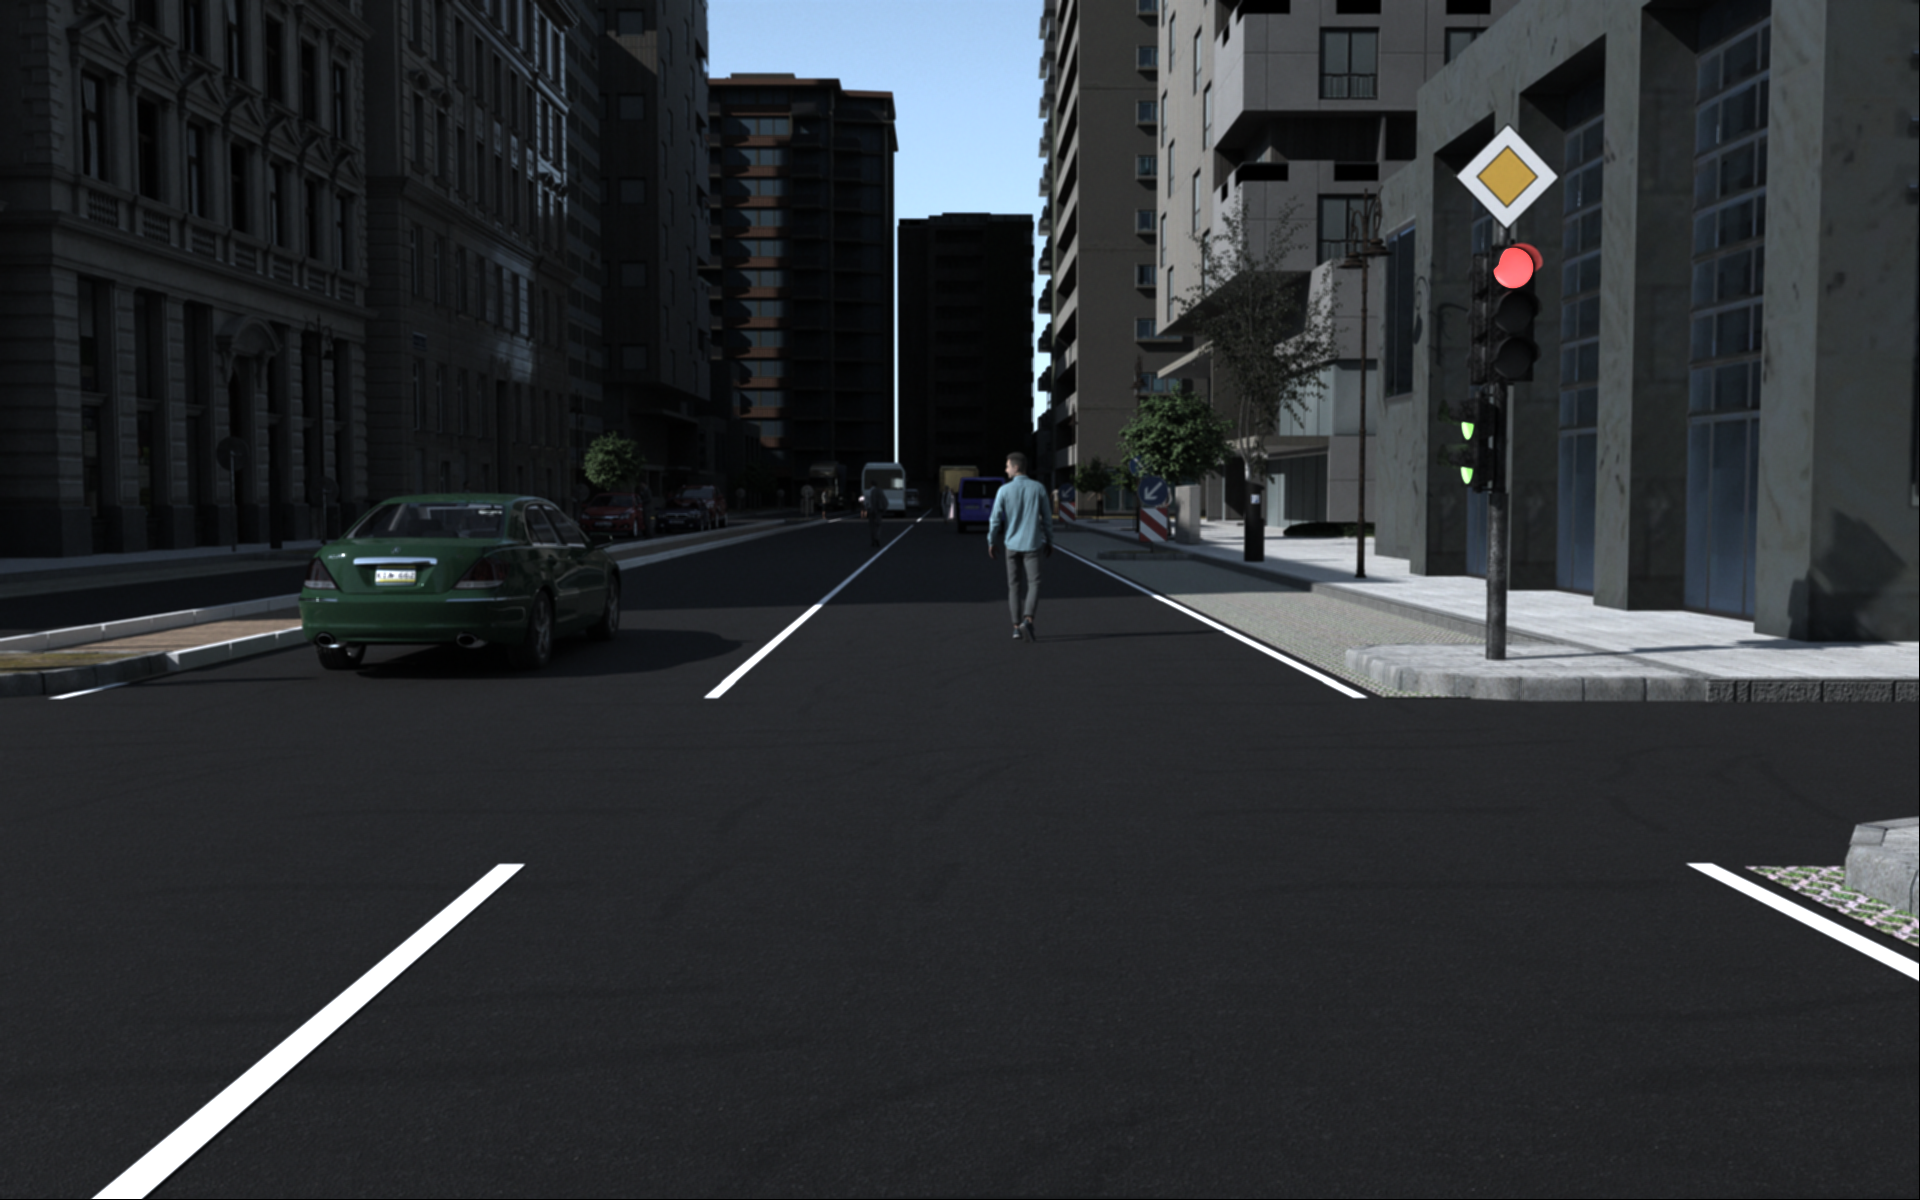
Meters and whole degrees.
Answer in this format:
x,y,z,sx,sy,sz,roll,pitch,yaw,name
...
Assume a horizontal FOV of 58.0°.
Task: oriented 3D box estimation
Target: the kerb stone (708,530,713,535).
x,y,z,sx,sy,sz,roll,pitch,yaw,name
-8.721,-2.283,59.520,0.120,0.150,1.000,0,4,0,kerb stone

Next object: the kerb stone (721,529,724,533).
x,y,z,sx,sy,sz,roll,pitch,yaw,name
-8.732,-2.471,62.595,0.120,0.150,1.000,0,4,0,kerb stone

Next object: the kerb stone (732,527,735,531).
x,y,z,sx,sy,sz,roll,pitch,yaw,name
-8.753,-2.659,65.670,0.120,0.150,1.000,0,4,0,kerb stone

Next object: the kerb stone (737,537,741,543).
x,y,z,sx,sy,sz,roll,pitch,yaw,name
-6.561,-1.721,50.326,0.120,0.150,1.000,0,4,0,kerb stone

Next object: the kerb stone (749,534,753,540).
x,y,z,sx,sy,sz,roll,pitch,yaw,name
-6.580,-1.908,53.399,0.120,0.150,1.000,0,4,0,kerb stone

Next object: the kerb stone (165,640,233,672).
x,y,z,sx,sy,sz,roll,pitch,yaw,name
-6.345,0.476,14.419,0.120,0.150,1.000,0,4,0,kerb stone

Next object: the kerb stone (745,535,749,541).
x,y,z,sx,sy,sz,roll,pitch,yaw,name
-6.568,-1.846,52.375,0.120,0.150,1.000,0,4,0,kerb stone

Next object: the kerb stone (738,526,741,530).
x,y,z,sx,sy,sz,roll,pitch,yaw,name
-8.775,-2.784,67.729,0.120,0.150,1.000,0,4,0,kerb stone

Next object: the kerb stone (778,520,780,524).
x,y,z,sx,sy,sz,roll,pitch,yaw,name
-8.863,-3.728,83.140,0.120,0.150,1.000,0,4,0,kerb stone

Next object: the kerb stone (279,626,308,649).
x,y,z,sx,sy,sz,roll,pitch,yaw,name
-6.354,0.355,16.470,0.120,0.150,1.000,0,4,0,kerb stone

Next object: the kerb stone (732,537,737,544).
x,y,z,sx,sy,sz,roll,pitch,yaw,name
-6.547,-1.654,49.291,0.120,0.150,1.000,0,4,0,kerb stone

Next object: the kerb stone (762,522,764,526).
x,y,z,sx,sy,sz,roll,pitch,yaw,name
-8.815,-3.288,75.955,0.120,0.150,1.000,0,4,0,kerb stone

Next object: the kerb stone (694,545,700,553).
x,y,z,sx,sy,sz,roll,pitch,yaw,name
-6.513,-1.217,42.098,0.120,0.150,1.000,0,4,0,kerb stone

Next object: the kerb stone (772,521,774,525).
x,y,z,sx,sy,sz,roll,pitch,yaw,name
-8.839,-3.535,80.053,0.120,0.150,1.000,0,4,0,kerb stone

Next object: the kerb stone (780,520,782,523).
x,y,z,sx,sy,sz,roll,pitch,yaw,name
-8.877,-3.788,84.163,0.120,0.150,1.000,0,4,0,kerb stone

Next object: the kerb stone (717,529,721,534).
x,y,z,sx,sy,sz,roll,pitch,yaw,name
-8.727,-2.406,61.573,0.120,0.150,1.000,0,4,0,kerb stone

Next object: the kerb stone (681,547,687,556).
x,y,z,sx,sy,sz,roll,pitch,yaw,name
-6.496,-1.092,40.044,0.120,0.150,1.000,0,4,0,kerb stone

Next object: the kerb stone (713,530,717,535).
x,y,z,sx,sy,sz,roll,pitch,yaw,name
-8.722,-2.346,60.551,0.120,0.150,1.000,0,4,0,kerb stone

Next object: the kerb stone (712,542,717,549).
x,y,z,sx,sy,sz,roll,pitch,yaw,name
-6.527,-1.406,45.187,0.120,0.150,1.000,0,4,0,kerb stone

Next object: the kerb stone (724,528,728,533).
x,y,z,sx,sy,sz,roll,pitch,yaw,name
-8.747,-2.533,63.618,0.120,0.150,1.000,0,4,0,kerb stone

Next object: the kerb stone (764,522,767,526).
x,y,z,sx,sy,sz,roll,pitch,yaw,name
-8.818,-3.351,76.977,0.120,0.150,1.000,0,4,0,kerb stone

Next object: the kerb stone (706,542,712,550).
x,y,z,sx,sy,sz,roll,pitch,yaw,name
-6.519,-1.343,44.148,0.120,0.150,1.000,0,4,0,kerb stone

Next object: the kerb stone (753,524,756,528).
x,y,z,sx,sy,sz,roll,pitch,yaw,name
-8.794,-3.099,72.864,0.120,0.150,1.000,0,4,0,kerb stone

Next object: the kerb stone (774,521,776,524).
x,y,z,sx,sy,sz,roll,pitch,yaw,name
-8.846,-3.602,81.086,0.120,0.150,1.000,0,4,0,kerb stone

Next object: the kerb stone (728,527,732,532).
x,y,z,sx,sy,sz,roll,pitch,yaw,name
-8.740,-2.596,64.645,0.120,0.150,1.000,0,4,0,kerb stone

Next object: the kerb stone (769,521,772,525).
x,y,z,sx,sy,sz,roll,pitch,yaw,name
-8.827,-3.476,79.022,0.120,0.150,1.000,0,4,0,kerb stone

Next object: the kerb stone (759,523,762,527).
x,y,z,sx,sy,sz,roll,pitch,yaw,name
-8.805,-3.224,74.925,0.120,0.150,1.000,0,4,0,kerb stone

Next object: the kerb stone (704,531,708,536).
x,y,z,sx,sy,sz,roll,pitch,yaw,name
-8.712,-2.220,58.489,0.120,0.150,1.000,0,4,0,kerb stone

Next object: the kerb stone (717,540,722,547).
x,y,z,sx,sy,sz,roll,pitch,yaw,name
-6.540,-1.466,46.210,0.120,0.150,1.000,0,4,0,kerb stone

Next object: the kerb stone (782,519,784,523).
x,y,z,sx,sy,sz,roll,pitch,yaw,name
-8.879,-3.851,85.185,0.120,0.150,1.000,0,4,0,kerb stone

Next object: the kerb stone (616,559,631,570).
x,y,z,sx,sy,sz,roll,pitch,yaw,name
-6.451,-0.653,32.870,0.120,0.150,1.000,0,4,0,kerb stone

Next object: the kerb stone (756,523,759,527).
x,y,z,sx,sy,sz,roll,pitch,yaw,name
-8.802,-3.160,73.890,0.120,0.150,1.000,0,4,0,kerb stone

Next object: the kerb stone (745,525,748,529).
x,y,z,sx,sy,sz,roll,pitch,yaw,name
-8.781,-2.911,69.784,0.120,0.150,1.000,0,4,0,kerb stone

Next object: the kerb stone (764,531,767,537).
x,y,z,sx,sy,sz,roll,pitch,yaw,name
-6.610,-2.160,57.512,0.120,0.150,1.000,0,4,0,kerb stone

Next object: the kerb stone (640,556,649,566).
x,y,z,sx,sy,sz,roll,pitch,yaw,name
-6.469,-0.778,34.914,0.120,0.150,1.000,0,4,0,kerb stone

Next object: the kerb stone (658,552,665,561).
x,y,z,sx,sy,sz,roll,pitch,yaw,name
-6.483,-0.894,36.964,0.120,0.150,1.000,0,4,0,kerb stone

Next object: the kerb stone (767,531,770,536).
x,y,z,sx,sy,sz,roll,pitch,yaw,name
-6.613,-2.221,58.534,0.120,0.150,1.000,0,4,0,kerb stone

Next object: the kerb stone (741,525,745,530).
x,y,z,sx,sy,sz,roll,pitch,yaw,name
-8.772,-2.840,68.752,0.120,0.150,1.000,0,4,0,kerb stone

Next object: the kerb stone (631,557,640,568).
x,y,z,sx,sy,sz,roll,pitch,yaw,name
-6.457,-0.715,33.892,0.120,0.150,1.000,0,4,0,kerb stone

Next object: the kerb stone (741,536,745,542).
x,y,z,sx,sy,sz,roll,pitch,yaw,name
-6.560,-1.783,51.351,0.120,0.150,1.000,0,4,0,kerb stone

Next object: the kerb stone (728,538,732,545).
x,y,z,sx,sy,sz,roll,pitch,yaw,name
-6.546,-1.594,48.256,0.120,0.150,1.000,0,4,0,kerb stone

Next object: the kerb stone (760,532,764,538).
x,y,z,sx,sy,sz,roll,pitch,yaw,name
-6.601,-2.097,56.488,0.120,0.150,1.000,0,4,0,kerb stone

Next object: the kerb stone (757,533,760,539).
x,y,z,sx,sy,sz,roll,pitch,yaw,name
-6.587,-2.035,55.463,0.120,0.150,1.000,0,4,0,kerb stone

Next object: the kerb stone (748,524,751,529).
x,y,z,sx,sy,sz,roll,pitch,yaw,name
-8.779,-2.970,70.820,0.120,0.150,1.000,0,4,0,kerb stone

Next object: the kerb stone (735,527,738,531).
x,y,z,sx,sy,sz,roll,pitch,yaw,name
-8.759,-2.722,66.698,0.120,0.150,1.000,0,4,0,kerb stone

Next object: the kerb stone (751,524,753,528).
x,y,z,sx,sy,sz,roll,pitch,yaw,name
-8.792,-3.037,71.842,0.120,0.150,1.000,0,4,0,kerb stone

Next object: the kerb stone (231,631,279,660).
x,y,z,sx,sy,sz,roll,pitch,yaw,name
-6.353,0.413,15.447,0.120,0.150,1.000,0,4,0,kerb stone

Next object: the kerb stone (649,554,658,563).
x,y,z,sx,sy,sz,roll,pitch,yaw,name
-6.469,-0.835,35.939,0.120,0.150,1.000,0,4,0,kerb stone

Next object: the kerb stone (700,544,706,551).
x,y,z,sx,sy,sz,roll,pitch,yaw,name
-6.516,-1.280,43.125,0.120,0.150,1.000,0,4,0,kerb stone

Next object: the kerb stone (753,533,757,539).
x,y,z,sx,sy,sz,roll,pitch,yaw,name
-6.582,-1.971,54.425,0.120,0.150,1.000,0,4,0,kerb stone

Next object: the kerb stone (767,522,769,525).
x,y,z,sx,sy,sz,roll,pitch,yaw,name
-8.831,-3.413,77.999,0.120,0.150,1.000,0,4,0,kerb stone

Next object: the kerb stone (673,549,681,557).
x,y,z,sx,sy,sz,roll,pitch,yaw,name
-6.488,-1.028,39.020,0.120,0.150,1.000,0,4,0,kerb stone

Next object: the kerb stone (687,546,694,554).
x,y,z,sx,sy,sz,roll,pitch,yaw,name
-6.506,-1.154,41.066,0.120,0.150,1.000,0,4,0,kerb stone

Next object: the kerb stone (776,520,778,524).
x,y,z,sx,sy,sz,roll,pitch,yaw,name
-8.857,-3.658,82.118,0.120,0.150,1.000,0,4,0,kerb stone

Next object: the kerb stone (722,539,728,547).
x,y,z,sx,sy,sz,roll,pitch,yaw,name
-6.534,-1.529,47.232,0.120,0.150,1.000,0,4,0,kerb stone

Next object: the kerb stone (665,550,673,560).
x,y,z,sx,sy,sz,roll,pitch,yaw,name
-6.487,-0.965,37.986,0.120,0.150,1.000,0,4,0,kerb stone
